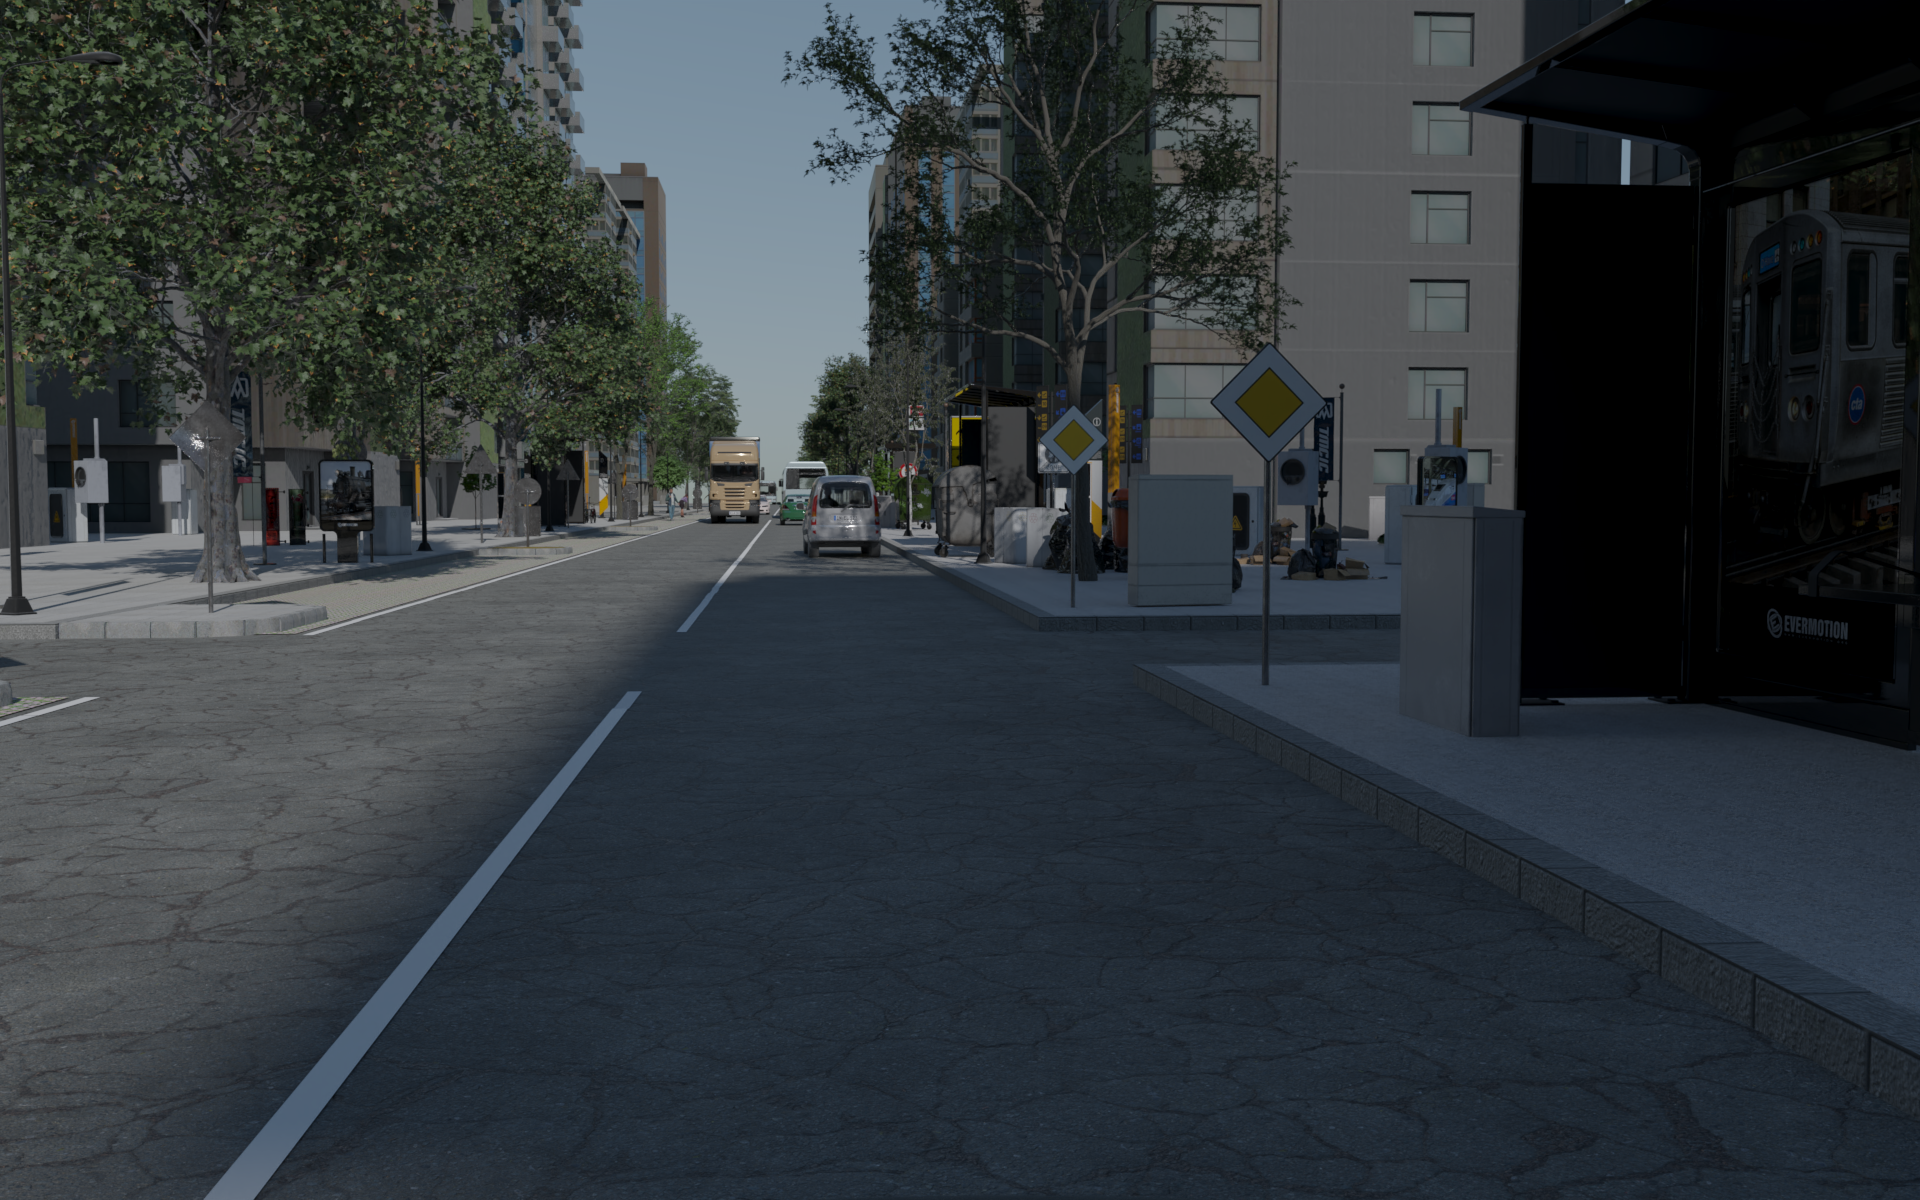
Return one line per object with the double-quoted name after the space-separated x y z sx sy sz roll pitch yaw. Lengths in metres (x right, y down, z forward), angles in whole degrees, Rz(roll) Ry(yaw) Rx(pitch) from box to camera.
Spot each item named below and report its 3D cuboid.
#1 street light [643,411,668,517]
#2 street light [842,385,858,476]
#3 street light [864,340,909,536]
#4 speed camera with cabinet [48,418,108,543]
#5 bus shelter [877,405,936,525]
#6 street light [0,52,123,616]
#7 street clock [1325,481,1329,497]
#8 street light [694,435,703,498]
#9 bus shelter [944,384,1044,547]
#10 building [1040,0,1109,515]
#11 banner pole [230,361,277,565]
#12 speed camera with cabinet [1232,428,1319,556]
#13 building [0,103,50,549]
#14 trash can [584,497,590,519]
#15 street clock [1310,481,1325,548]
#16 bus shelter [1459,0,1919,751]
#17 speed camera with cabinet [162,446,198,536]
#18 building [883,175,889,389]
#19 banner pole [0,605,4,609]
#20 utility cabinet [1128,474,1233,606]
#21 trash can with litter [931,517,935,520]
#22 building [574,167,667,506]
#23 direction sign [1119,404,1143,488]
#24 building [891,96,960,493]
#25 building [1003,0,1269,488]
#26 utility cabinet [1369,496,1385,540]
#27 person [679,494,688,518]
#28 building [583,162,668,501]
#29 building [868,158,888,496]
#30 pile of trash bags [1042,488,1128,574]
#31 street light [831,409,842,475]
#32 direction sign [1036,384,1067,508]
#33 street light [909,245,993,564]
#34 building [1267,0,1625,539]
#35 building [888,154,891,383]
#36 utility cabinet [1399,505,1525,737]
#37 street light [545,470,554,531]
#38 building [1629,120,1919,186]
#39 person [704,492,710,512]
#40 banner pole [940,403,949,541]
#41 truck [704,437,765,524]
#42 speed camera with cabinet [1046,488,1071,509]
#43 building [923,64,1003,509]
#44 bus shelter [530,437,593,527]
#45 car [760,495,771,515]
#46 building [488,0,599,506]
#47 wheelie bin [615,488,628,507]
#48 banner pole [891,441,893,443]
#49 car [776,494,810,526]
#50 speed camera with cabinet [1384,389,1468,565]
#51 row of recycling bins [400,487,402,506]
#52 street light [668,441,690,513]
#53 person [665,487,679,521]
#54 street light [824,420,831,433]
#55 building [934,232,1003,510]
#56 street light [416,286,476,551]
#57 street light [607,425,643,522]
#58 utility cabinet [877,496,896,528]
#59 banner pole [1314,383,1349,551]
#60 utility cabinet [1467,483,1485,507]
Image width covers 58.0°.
-17.014 -7.505 95.251 1.470 5.913 1.316 0 4 -6 "street light"
-4.170 -6.190 73.743 1.470 5.913 1.316 0 4 -6 "street light"
-2.113 -4.878 52.294 1.470 5.913 1.316 0 4 -6 "street light"
-23.218 -3.132 45.540 2.038 3.252 0.660 2 4 35 "speed camera with cabinet"
-2.423 -5.977 75.353 2.179 5.291 8.768 0 4 -6 "bus shelter"
-9.498 -2.799 18.307 1.470 5.913 1.316 0 4 -6 "street light"
9.377 -2.467 44.899 0.358 2.002 0.471 0 4 5 "street clock"
-20.988 -10.061 137.036 1.470 5.913 1.316 0 4 -6 "street light"
0.754 -2.982 40.044 1.731 3.624 6.357 0 4 -5 "bus shelter"
10.974 -19.391 88.744 14.160 30.474 14.107 0 4 -6 "building"
-12.760 -2.512 31.081 0.863 3.779 0.401 -3 4 -36 "banner pole"
6.300 -2.524 35.601 2.038 3.252 0.660 2 4 34 "speed camera with cabinet"
-28.960 -21.451 34.326 14.154 41.232 14.086 0 4 -6 "building"
-18.446 -4.473 84.794 0.748 1.137 0.748 0 3 0 "trash can"
8.361 -2.232 41.057 0.358 2.002 0.471 0 4 4 "street clock"
4.141 -0.992 7.503 1.731 3.624 6.357 0 4 -6 "bus shelter"
-24.441 -3.663 54.229 0.660 3.252 2.038 -1 4 -11 "speed camera with cabinet"
-3.050 -33.111 224.956 14.154 41.232 14.086 0 4 -6 "building"
-10.754 -1.779 19.096 0.401 3.779 0.863 -3 4 -38 "banner pole"
2.521 -0.683 19.850 1.173 1.500 0.318 -1 4 -17 "utility cabinet"
-1.912 -4.591 86.125 2.233 1.210 1.678 2 4 34 "trash can with litter"
-53.547 -32.169 217.849 32.217 40.220 23.993 0 4 -6 "building"
4.295 -3.187 44.113 0.876 3.537 0.379 3 5 45 "direction sign"
0.190 -33.405 196.282 14.600 45.320 14.200 0 4 -6 "building"
9.344 -25.670 103.303 14.154 41.232 14.086 0 4 -6 "building"
11.933 -2.273 48.324 1.020 1.237 0.306 1 4 14 "utility cabinet"
-16.784 -5.714 105.161 0.421 1.427 0.697 2 4 34 "person"
-47.617 -35.921 237.420 14.600 45.320 14.200 0 4 -6 "building"
-1.652 -37.874 242.935 21.300 48.544 21.600 0 4 -6 "building"
2.455 -1.129 28.209 1.912 1.369 3.447 0 4 -5 "pile of trash bags"
-6.122 -7.445 94.261 1.470 5.913 1.316 0 4 -6 "street light"
1.906 -2.695 36.055 0.379 3.537 0.876 -3 5 -42 "direction sign"
-0.106 -3.623 31.781 1.470 5.913 1.316 0 4 -6 "street light"
11.747 -22.763 55.778 14.154 41.232 14.086 0 4 -6 "building"
-1.385 -34.267 210.369 14.600 45.320 14.200 0 4 -6 "building"
2.772 0.095 9.617 0.306 1.237 1.020 0 4 -7 "utility cabinet"
-13.574 -5.313 59.413 1.470 5.913 1.316 0 4 -6 "street light"
30.215 -36.725 38.711 20.611 71.187 20.563 0 4 -6 "building"
-20.017 -7.952 139.224 1.217 1.735 0.721 -1 4 -21 "person"
-0.357 -3.509 47.384 0.401 3.779 0.863 0 4 -7 "banner pole"
-11.270 -5.992 86.876 2.839 4.237 11.283 0 4 -7 "truck"
2.498 -3.322 48.657 2.038 3.252 0.660 -1 4 -22 "speed camera with cabinet"
12.731 -28.151 152.155 32.217 40.220 23.993 0 4 -6 "building"
-16.211 -4.858 70.709 1.731 3.624 6.357 0 4 -5 "bus shelter"
-14.213 -6.644 120.995 2.083 1.381 4.827 0 4 -6 "car"
-41.674 -31.596 136.200 23.786 49.044 30.456 0 4 -6 "building"
-18.034 -5.194 92.824 0.980 1.594 0.693 0 4 8 "wheelie bin"
-3.377 -5.583 81.293 0.863 3.779 0.401 2 4 31 "banner pole"
-7.463 -4.198 80.441 2.131 1.459 4.920 0 4 -6 "car"
8.635 -2.304 32.000 0.660 3.252 2.038 3 5 45 "speed camera with cabinet"
-24.797 -4.174 75.355 1.069 1.692 3.534 -1 4 -15 "row of recycling bins"
-19.035 -8.774 116.000 1.470 5.913 1.316 0 4 -6 "street light"
-15.074 -4.993 90.483 0.721 1.781 0.623 3 4 36 "person"
-7.617 -8.298 108.208 1.470 5.913 1.316 0 4 -6 "street light"
13.089 -17.188 126.064 27.650 21.520 28.899 0 4 -6 "building"
-11.500 -4.054 38.821 1.470 5.913 1.316 0 4 -6 "street light"
-15.610 -6.578 80.085 1.470 5.913 1.316 0 4 -6 "street light"
-2.858 -3.358 66.069 0.306 1.237 1.020 -3 4 -37 "utility cabinet"
8.428 -3.019 39.378 0.863 3.779 0.401 1 4 22 "banner pole"
10.181 -1.580 34.515 0.318 1.500 1.173 2 4 26 "utility cabinet"
